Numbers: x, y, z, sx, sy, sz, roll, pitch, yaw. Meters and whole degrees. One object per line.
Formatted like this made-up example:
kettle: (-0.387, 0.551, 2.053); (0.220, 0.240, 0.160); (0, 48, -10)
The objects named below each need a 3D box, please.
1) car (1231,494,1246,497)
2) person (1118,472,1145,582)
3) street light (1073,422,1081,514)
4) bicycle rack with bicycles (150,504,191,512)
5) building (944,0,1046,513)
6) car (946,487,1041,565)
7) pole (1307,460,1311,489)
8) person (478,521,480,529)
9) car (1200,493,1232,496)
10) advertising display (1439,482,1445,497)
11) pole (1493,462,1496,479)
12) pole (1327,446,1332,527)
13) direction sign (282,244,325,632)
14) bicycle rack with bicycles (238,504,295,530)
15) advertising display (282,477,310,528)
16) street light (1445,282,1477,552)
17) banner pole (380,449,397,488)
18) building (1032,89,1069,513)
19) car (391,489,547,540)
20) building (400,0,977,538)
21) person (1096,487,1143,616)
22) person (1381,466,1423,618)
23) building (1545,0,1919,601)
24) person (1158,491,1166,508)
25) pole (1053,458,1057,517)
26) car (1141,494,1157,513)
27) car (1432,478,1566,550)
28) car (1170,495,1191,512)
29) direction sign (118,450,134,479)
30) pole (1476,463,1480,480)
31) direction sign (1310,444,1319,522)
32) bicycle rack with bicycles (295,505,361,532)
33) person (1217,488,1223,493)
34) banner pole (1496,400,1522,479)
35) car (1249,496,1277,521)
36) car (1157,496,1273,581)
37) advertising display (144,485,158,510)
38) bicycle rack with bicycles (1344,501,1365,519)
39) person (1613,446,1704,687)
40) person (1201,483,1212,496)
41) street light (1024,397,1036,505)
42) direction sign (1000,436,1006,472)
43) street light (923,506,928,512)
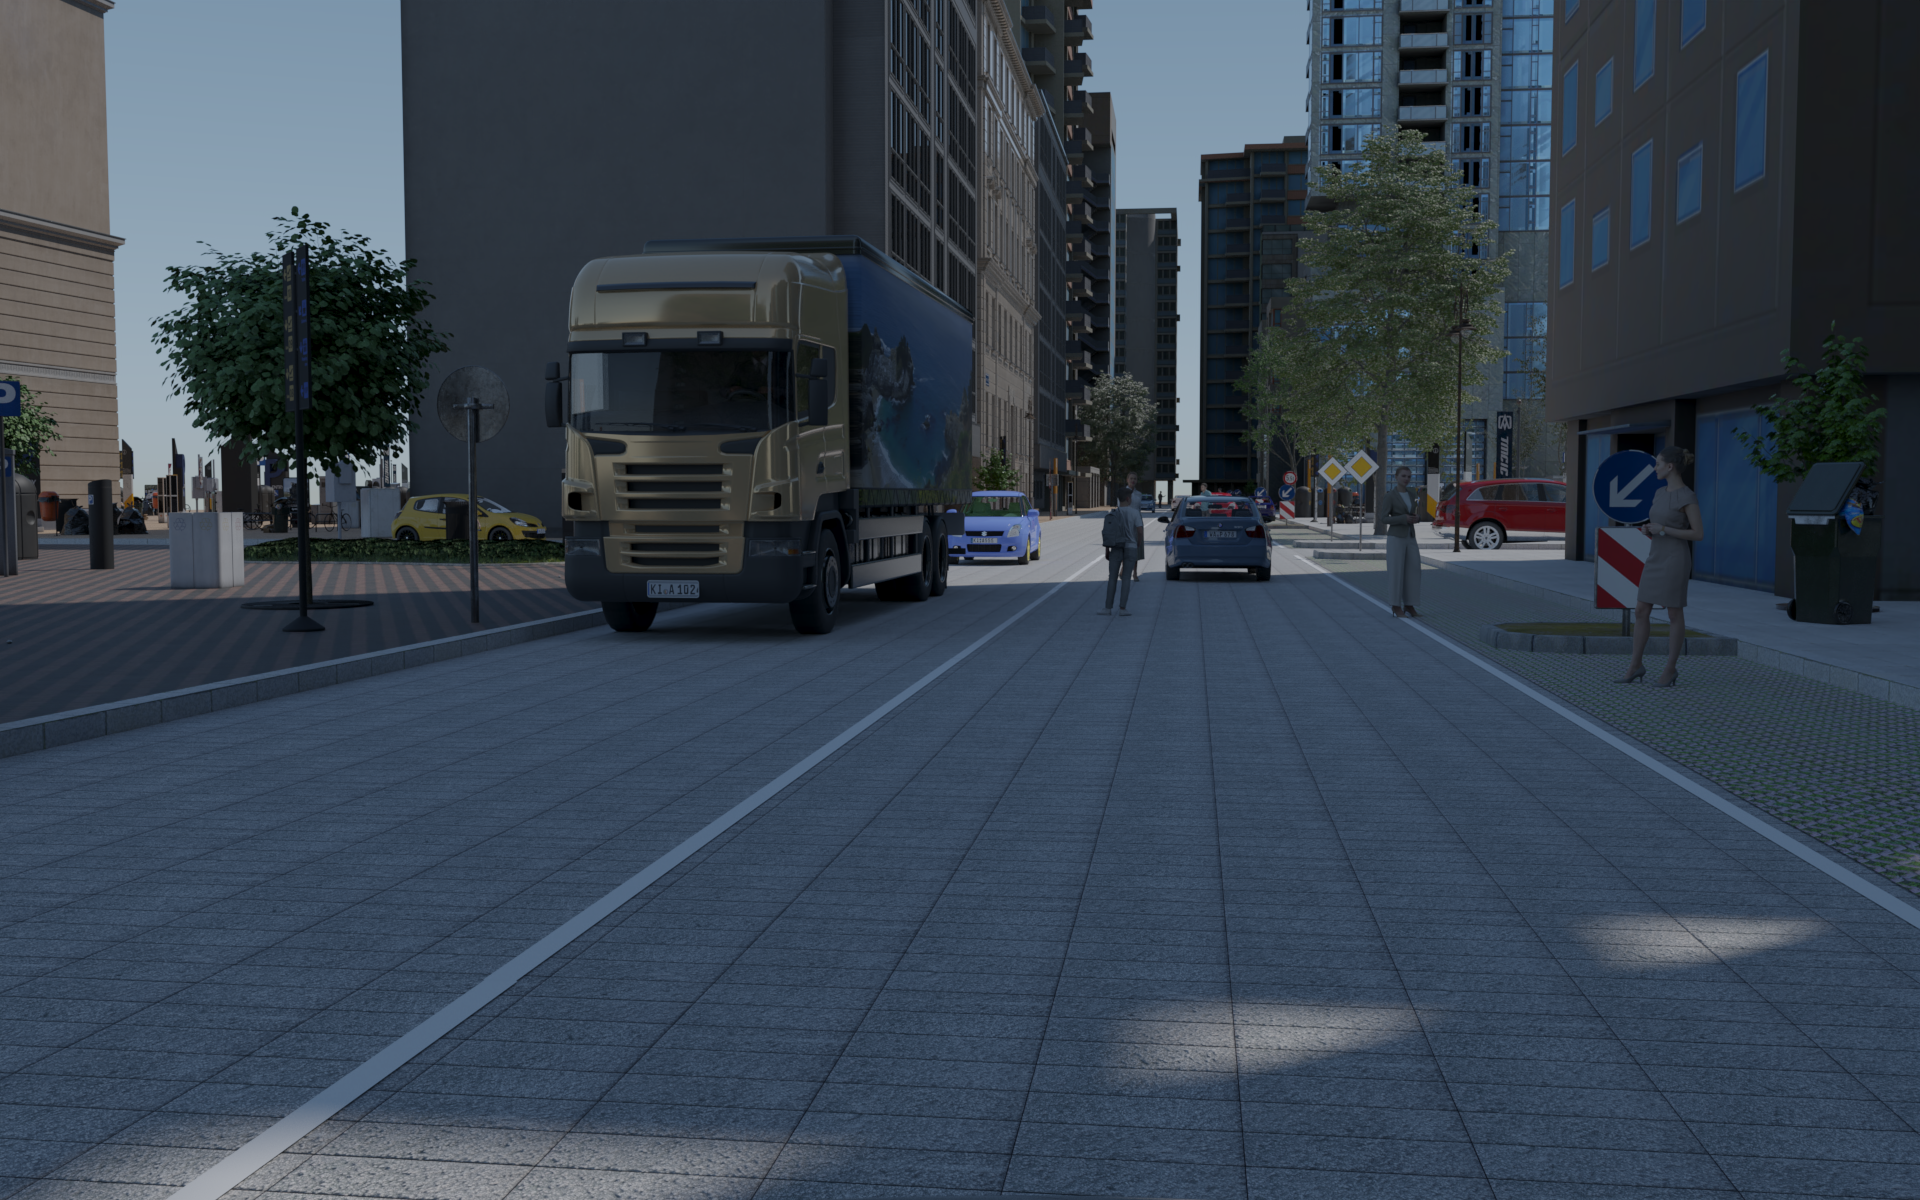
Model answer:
car: (21.705, -7.688, 135.489); (2.009, 1.686, 4.222); (0, 4, 8)
person: (2.791, -1.214, 28.579); (0.478, 1.798, 0.641); (-1, 4, -10)
street light: (7.512, -8.506, 111.856); (0.468, 5.910, 1.993); (0, 4, 8)
bicycle rack with bicycles: (-50.880, -6.003, 111.537); (2.925, 0.926, 2.852); (0, 4, 7)
building: (-3.039, -17.609, 85.162); (12.463, 27.353, 25.104); (0, 4, 8)
car: (0.731, -1.634, 36.309); (1.945, 1.707, 3.694); (0, 4, 8)
pole: (20.697, -6.657, 102.681); (0.158, 3.312, 0.155); (0, 3, 0)
person: (-12.393, -1.853, 43.817); (0.505, 1.210, 0.382); (-1, 4, -16)
car: (10.415, -3.763, 70.559); (2.155, 1.783, 4.494); (1, 4, 9)
advertising display: (26.280, -5.537, 95.742); (0.974, 1.923, 0.123); (1, 4, 15)
pole: (34.292, -7.170, 111.079); (0.158, 3.312, 0.155); (0, 3, 0)
pole: (14.592, -4.552, 68.266); (0.158, 3.312, 0.155); (0, 3, 0)
direction sign: (-6.163, -1.478, 16.162); (0.379, 3.537, 0.876); (-2, 4, -34)
bicycle rack with bicycles: (-24.844, -2.978, 62.075); (2.925, 0.926, 2.852); (0, 4, -7)
advertising display: (-25.273, -3.716, 65.970); (0.974, 1.923, 0.123); (-1, 4, -9)
street light: (10.947, -3.988, 37.990); (0.468, 5.910, 1.993); (0, 4, 8)
banner pole: (-25.310, -5.271, 76.191); (0.401, 3.779, 0.863); (1, 4, 19)
building: (-1.073, -19.342, 109.756); (14.314, 27.812, 24.014); (0, 4, 8)
car: (-12.953, -2.177, 45.822); (3.980, 1.641, 2.015); (1, 4, 9)
building: (-7.661, -16.362, 61.032); (14.314, 27.812, 24.014); (0, 4, 8)
person: (1.878, -0.571, 20.424); (0.503, 1.515, 0.523); (-1, 4, -19)
person: (5.133, -0.671, 20.026); (0.519, 1.759, 0.362); (-2, 4, -28)
building: (17.526, -22.945, 25.263); (14.600, 45.320, 14.200); (0, 4, 8)
person: (20.824, -10.372, 178.610); (0.750, 1.759, 0.617); (-1, 4, -17)
pole: (5.428, -6.400, 98.482); (0.158, 3.312, 0.155); (0, 3, 0)
car: (14.096, -7.394, 132.887); (2.014, 1.417, 4.499); (0, 4, 6)
car: (14.180, -2.034, 41.933); (5.304, 1.827, 2.281); (1, 4, 10)
car: (18.407, -7.998, 143.126); (2.083, 1.381, 4.827); (0, 4, 8)
direction sign: (-43.434, -6.010, 90.253); (0.379, 3.537, 0.876); (2, 4, 30)
pole: (34.383, -7.413, 115.051); (0.158, 3.312, 0.155); (0, 3, 0)
direction sign: (16.107, -5.302, 78.683); (0.379, 3.537, 0.876); (-1, 4, -12)
bicycle rack with bicycles: (-20.712, -2.824, 59.553); (2.852, 0.926, 2.925); (0, 4, 5)
person: (17.133, -6.486, 114.458); (0.656, 1.842, 0.836); (-1, 4, -14)
banner pole: (14.609, -3.426, 46.026); (0.863, 3.779, 0.401); (-1, 4, -9)
car: (15.903, -4.867, 92.161); (1.945, 1.354, 3.894); (1, 4, 9)
car: (4.427, -1.100, 29.991); (2.014, 1.417, 4.499); (0, 4, 6)
advertising display: (-54.800, -6.864, 117.434); (0.974, 1.923, 0.123); (0, 4, 8)
bicycle rack with bicycles: (20.867, -4.621, 88.934); (2.925, 0.926, 2.852); (-1, 4, -17)
person: (5.168, -0.242, 12.790); (0.374, 1.781, 0.599); (-1, 4, -17)
person: (8.844, -3.260, 61.826); (0.620, 1.820, 0.660); (-2, 4, -35)
street light: (3.265, -6.614, 80.934); (0.468, 5.910, 1.993); (0, 4, 8)
direction sign: (1.671, -4.630, 67.692); (0.379, 3.537, 0.876); (-1, 4, -13)
street light: (-0.978, -4.634, 48.560); (0.468, 5.910, 1.993); (0, 4, 8)
